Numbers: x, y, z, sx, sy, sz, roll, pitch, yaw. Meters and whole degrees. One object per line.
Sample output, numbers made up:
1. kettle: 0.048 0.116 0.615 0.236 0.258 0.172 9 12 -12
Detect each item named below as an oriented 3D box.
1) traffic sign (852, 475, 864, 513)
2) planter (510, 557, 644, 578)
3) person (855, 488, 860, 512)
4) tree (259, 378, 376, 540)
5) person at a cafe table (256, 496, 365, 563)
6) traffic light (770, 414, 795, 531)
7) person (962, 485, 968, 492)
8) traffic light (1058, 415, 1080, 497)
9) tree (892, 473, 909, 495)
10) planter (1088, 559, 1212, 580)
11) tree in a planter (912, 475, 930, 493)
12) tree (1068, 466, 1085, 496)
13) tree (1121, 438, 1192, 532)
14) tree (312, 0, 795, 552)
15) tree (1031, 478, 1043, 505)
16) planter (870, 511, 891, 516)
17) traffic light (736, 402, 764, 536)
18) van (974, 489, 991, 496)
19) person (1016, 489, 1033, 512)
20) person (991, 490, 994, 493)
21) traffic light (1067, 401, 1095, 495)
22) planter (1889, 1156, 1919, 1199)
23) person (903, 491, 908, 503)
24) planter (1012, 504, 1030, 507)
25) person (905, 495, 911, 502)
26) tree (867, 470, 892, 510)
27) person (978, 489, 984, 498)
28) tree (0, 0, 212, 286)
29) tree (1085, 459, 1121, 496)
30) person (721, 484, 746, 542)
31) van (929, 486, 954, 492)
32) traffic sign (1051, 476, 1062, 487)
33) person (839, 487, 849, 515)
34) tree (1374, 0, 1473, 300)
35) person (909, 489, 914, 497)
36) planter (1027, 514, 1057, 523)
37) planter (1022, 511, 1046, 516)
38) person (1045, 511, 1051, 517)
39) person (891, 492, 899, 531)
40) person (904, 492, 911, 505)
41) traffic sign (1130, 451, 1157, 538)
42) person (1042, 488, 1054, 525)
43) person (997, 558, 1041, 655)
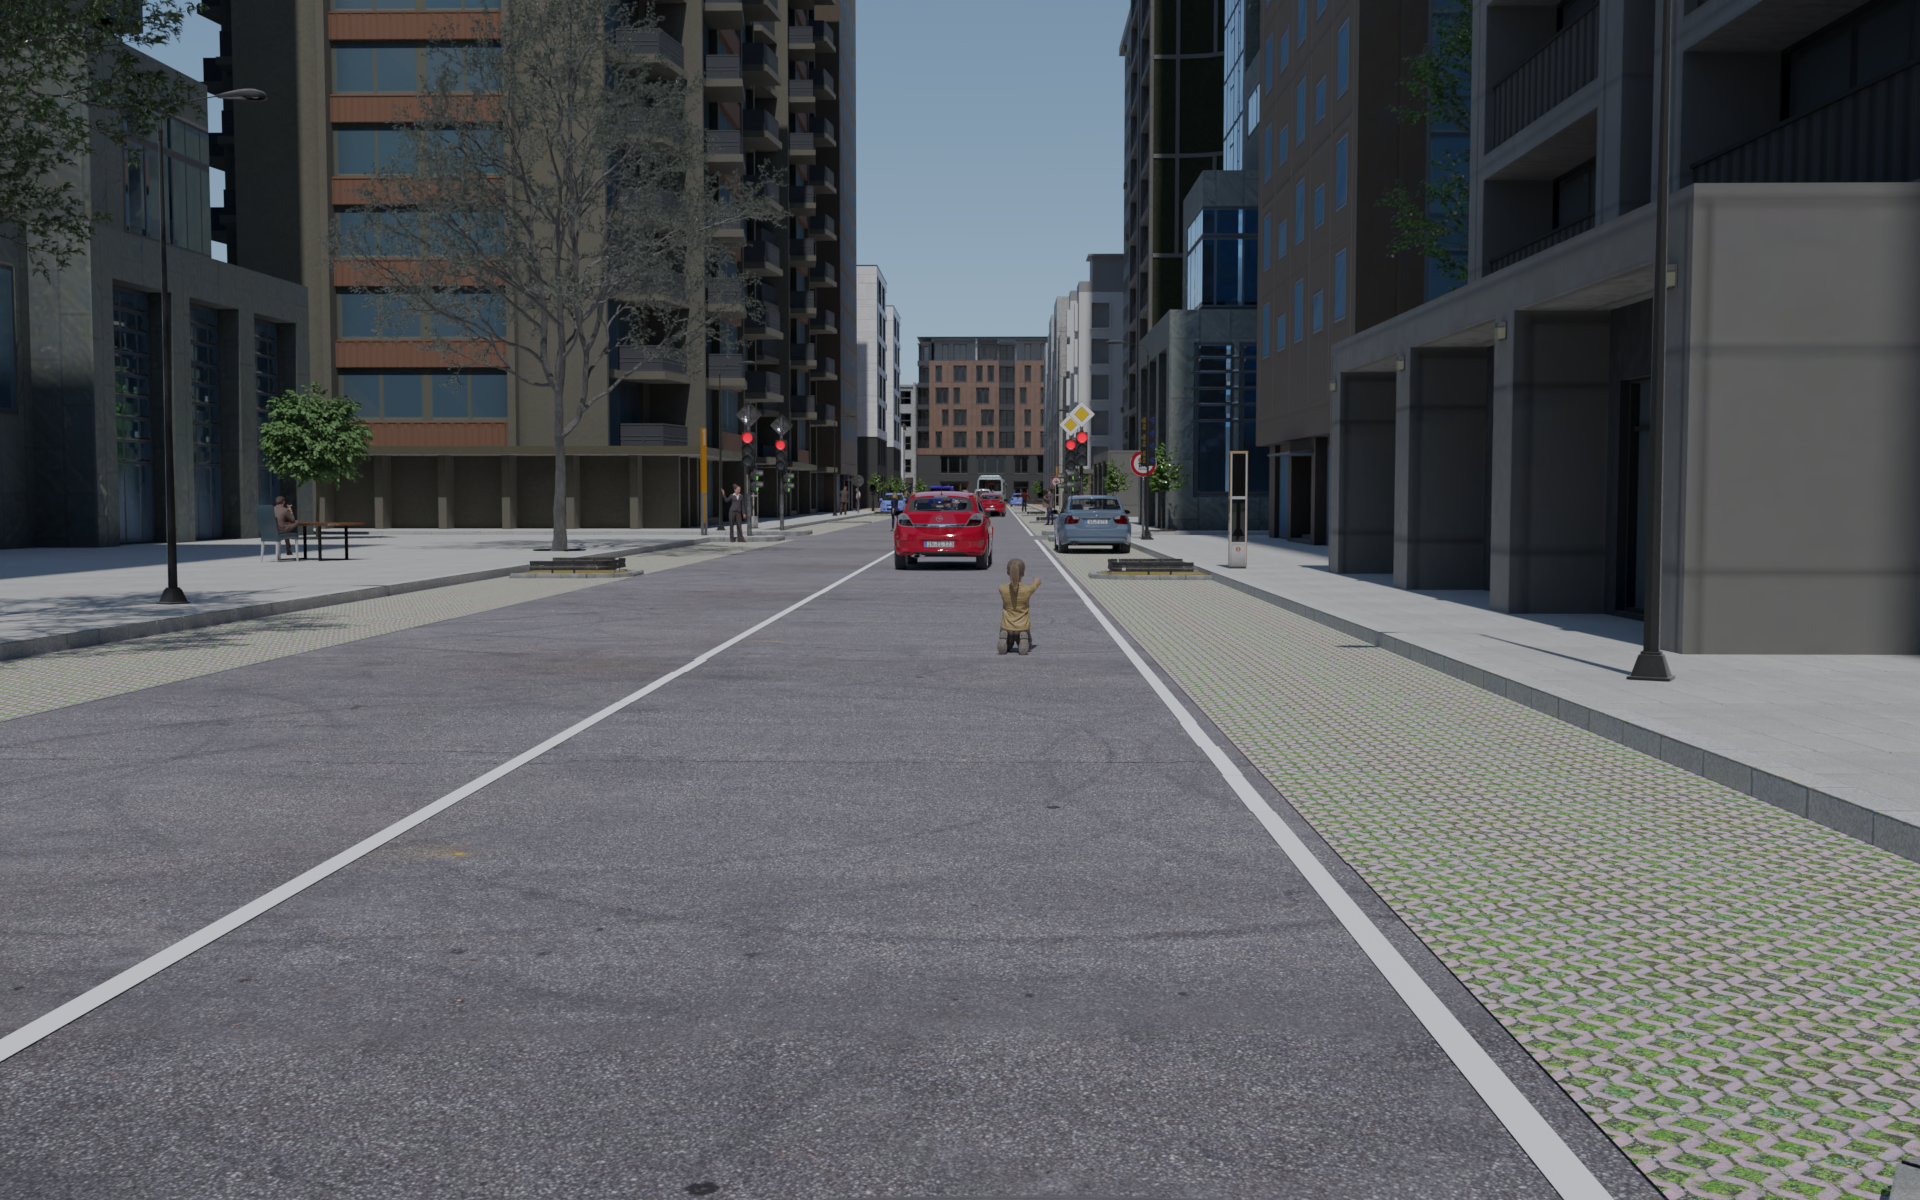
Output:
1. traffic sign: -6.766 -7.029 115.028 0.768 2.556 0.104 0 4 6
2. planter: -6.601 -0.554 30.199 1.991 0.319 1.994 0 4 1
3. person: -7.528 -7.345 127.064 0.436 1.711 0.756 0 4 -2
4. tree: -18.261 -3.999 49.097 4.285 4.588 4.351 0 3 0
5. person at a cafe table: -12.696 -1.368 33.226 1.698 1.238 1.726 1 4 22
6. traffic light: -6.226 -4.386 60.636 0.839 4.253 0.868 0 4 1
7. person: 0.308 -3.694 69.048 0.875 1.805 0.789 3 5 39
8. traffic light: 3.833 -4.374 60.436 0.839 4.253 0.868 0 4 1
9. tree: -6.066 -9.980 157.776 1.663 3.219 1.824 0 3 0
10. planter: 3.204 -0.518 29.613 1.991 0.319 1.994 0 4 1
11. tree in a planter: -3.730 -10.139 163.001 1.991 3.239 1.994 0 4 1
12. tree: 6.700 -6.539 101.513 1.663 3.219 1.824 0 3 0
13. tree: 6.855 -3.964 59.413 1.663 3.219 1.824 0 3 0
14. tree: -8.897 -7.848 38.688 12.009 13.543 11.850 0 3 0
15. tree: 9.590 -13.359 213.012 1.663 3.219 1.824 0 3 0
16. planter: -4.826 -5.592 112.573 1.991 0.319 1.994 0 4 1
17. traffic light: -6.398 -3.898 52.653 0.839 4.253 0.868 0 4 1
18. van: 1.862 -8.439 144.984 2.013 2.044 4.112 0 4 0
19. person: 5.199 -8.044 139.983 1.348 1.831 0.705 1 4 9
20. person: 2.368 -7.180 126.623 0.841 1.734 0.376 0 4 -6
21. traffic light: 3.661 -3.886 52.453 0.839 4.253 0.868 0 4 1
22. planter: 2.624 1.129 2.675 1.991 0.319 1.994 0 4 1
23. person: -5.916 -11.414 193.478 1.217 1.723 0.721 -1 4 -13
24. planter: 6.650 -10.292 189.409 1.991 0.319 1.994 0 4 1
25. person: -6.776 -12.746 217.033 1.348 1.807 0.705 0 4 7
26. tree: -6.522 -8.682 136.559 1.663 3.219 1.824 0 3 0
27. person: 1.679 -7.869 137.260 0.705 1.812 1.348 -3 4 -36
28. tree: -9.685 -4.840 13.554 7.601 10.594 8.767 -2 4 -32
29. tree: 7.569 -5.595 86.076 1.663 3.219 1.824 0 3 0
30. person: -6.643 -2.541 50.855 0.445 1.727 0.742 3 4 37
31. van: -1.412 -7.759 131.237 2.240 2.365 5.245 0 4 2
32. traffic sign: 6.931 -7.617 124.650 0.768 2.556 0.104 0 4 7
33. person: -7.105 -6.062 105.848 0.565 1.739 0.600 -2 4 -34
34. tree: 11.688 -6.524 32.424 9.928 11.665 9.643 0 3 0
35. person: -5.534 -11.878 200.254 0.705 1.824 1.348 -1 4 -22
36. planter: 4.398 -3.918 85.202 1.991 0.319 1.994 0 4 1
37. planter: 4.984 -5.566 112.139 1.991 0.319 1.994 0 4 1
38. person: 5.363 -5.316 105.893 0.357 0.543 0.381 1 4 13
39. person: -2.435 -3.403 66.673 0.613 1.512 0.480 1 4 19
40. person: -5.763 -10.892 184.128 1.348 1.823 0.705 0 4 -5
41. traffic sign: 5.335 -3.078 50.423 0.768 2.556 0.104 0 4 7
42. person: 4.021 -4.263 79.016 0.431 1.722 0.655 2 4 31
43. person: 0.525 0.046 15.677 0.347 0.859 0.695 1 4 10
